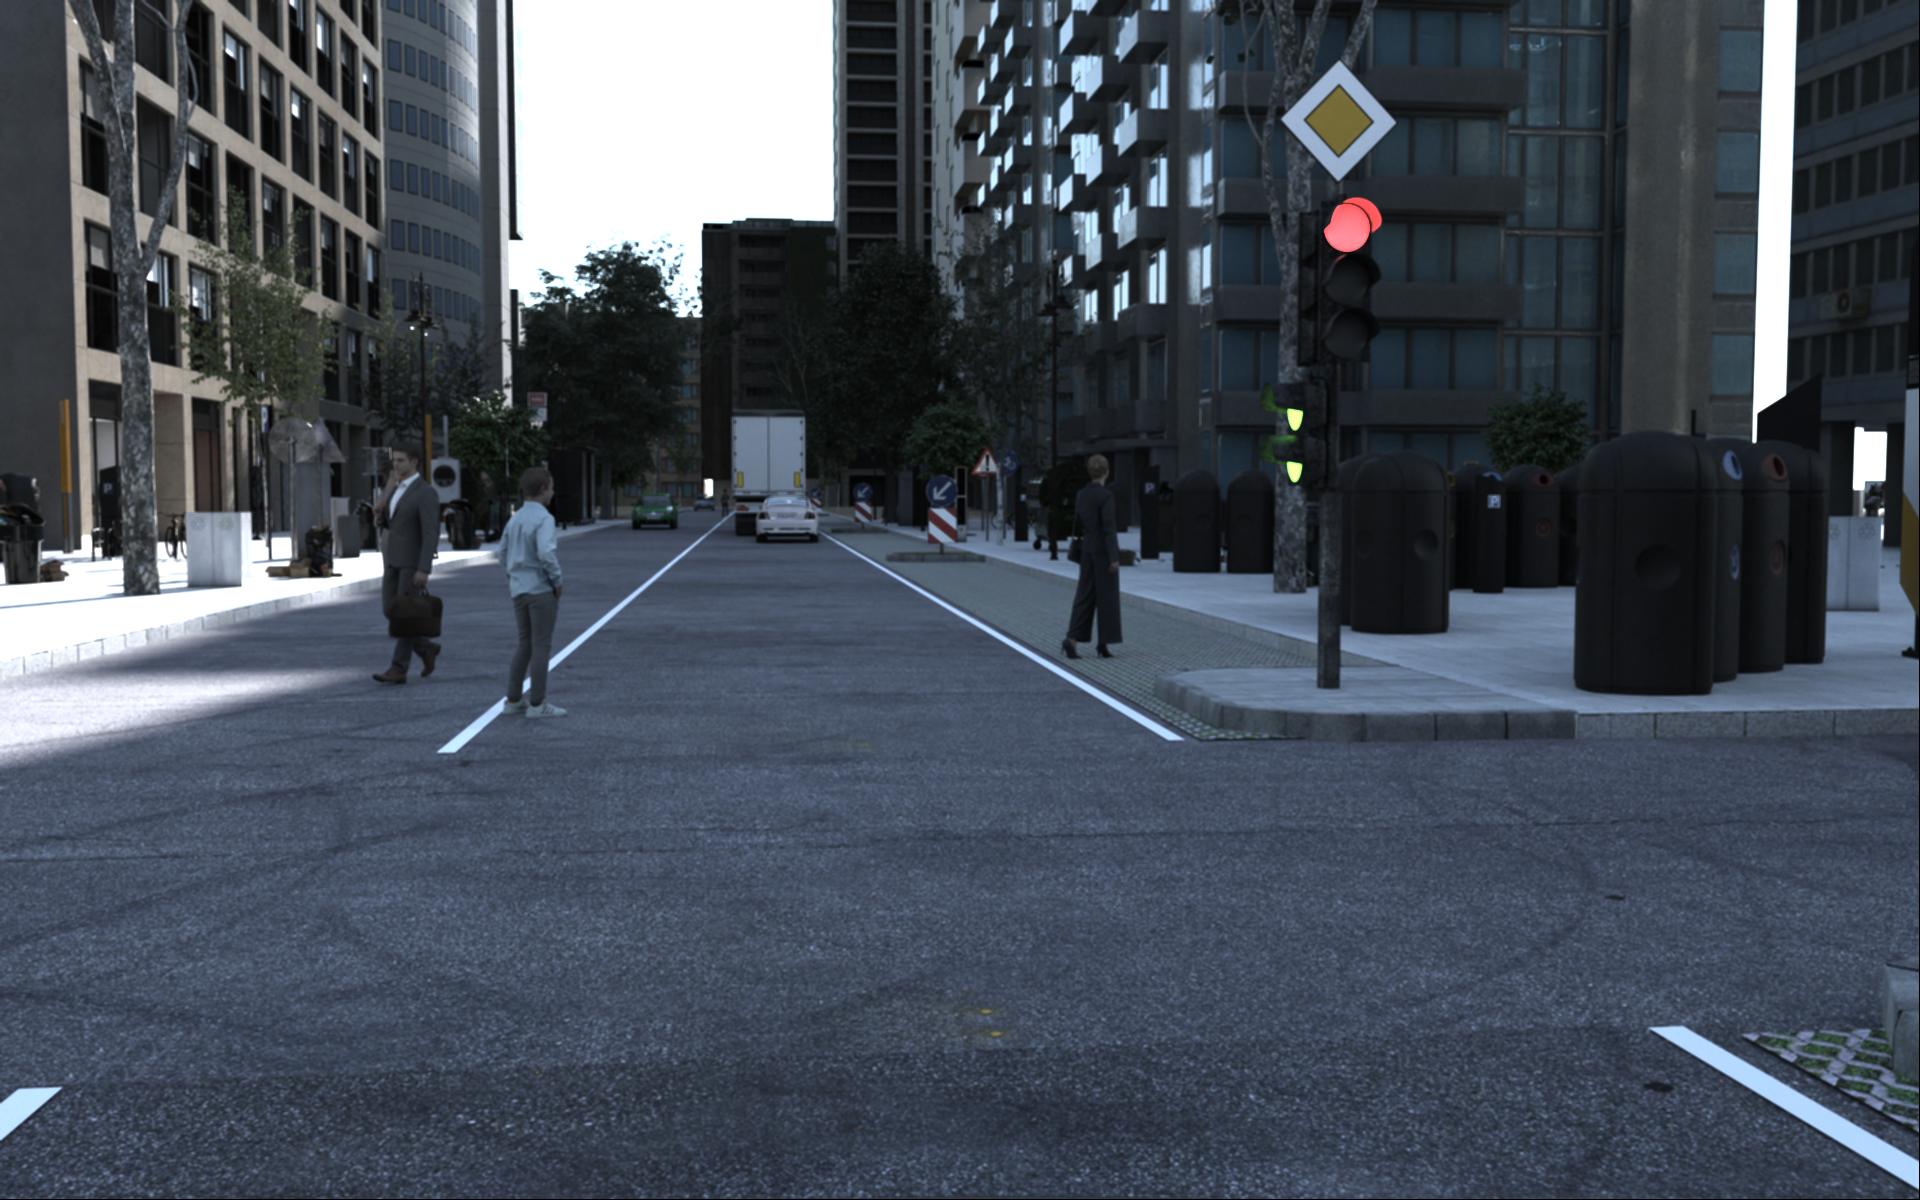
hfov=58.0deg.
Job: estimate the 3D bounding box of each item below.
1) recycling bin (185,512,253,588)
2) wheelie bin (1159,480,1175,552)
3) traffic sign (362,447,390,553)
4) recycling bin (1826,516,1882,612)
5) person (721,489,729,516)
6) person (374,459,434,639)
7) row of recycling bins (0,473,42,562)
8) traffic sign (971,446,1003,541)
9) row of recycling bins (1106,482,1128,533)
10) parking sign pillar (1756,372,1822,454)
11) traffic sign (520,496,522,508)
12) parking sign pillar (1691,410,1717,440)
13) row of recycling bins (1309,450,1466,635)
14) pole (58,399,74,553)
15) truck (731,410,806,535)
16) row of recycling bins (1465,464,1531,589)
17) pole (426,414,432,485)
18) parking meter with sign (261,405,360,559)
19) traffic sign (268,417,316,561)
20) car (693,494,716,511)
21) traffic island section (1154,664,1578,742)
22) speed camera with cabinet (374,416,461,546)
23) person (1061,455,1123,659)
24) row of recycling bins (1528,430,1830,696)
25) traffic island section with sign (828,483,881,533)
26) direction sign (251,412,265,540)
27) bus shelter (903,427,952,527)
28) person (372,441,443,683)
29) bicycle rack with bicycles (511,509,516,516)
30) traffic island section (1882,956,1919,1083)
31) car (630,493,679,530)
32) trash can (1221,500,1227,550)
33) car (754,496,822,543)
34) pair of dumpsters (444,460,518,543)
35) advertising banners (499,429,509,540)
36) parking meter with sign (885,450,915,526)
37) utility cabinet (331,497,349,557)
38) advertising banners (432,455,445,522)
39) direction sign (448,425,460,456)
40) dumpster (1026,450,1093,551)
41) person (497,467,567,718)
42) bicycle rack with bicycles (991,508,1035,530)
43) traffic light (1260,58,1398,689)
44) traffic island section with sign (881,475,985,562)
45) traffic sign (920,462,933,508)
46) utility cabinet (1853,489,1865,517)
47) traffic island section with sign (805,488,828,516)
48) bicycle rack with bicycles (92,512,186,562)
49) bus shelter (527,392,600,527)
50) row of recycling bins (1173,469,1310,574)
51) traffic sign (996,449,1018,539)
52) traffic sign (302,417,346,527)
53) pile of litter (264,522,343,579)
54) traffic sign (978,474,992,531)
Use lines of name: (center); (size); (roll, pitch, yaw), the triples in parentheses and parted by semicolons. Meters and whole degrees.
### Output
recycling bin: (-10.317, -0.708, 24.135); (0.722, 1.027, 0.722); (-1, 4, -10)
wheelie bin: (4.537, -1.859, 38.300); (0.693, 1.594, 0.980); (1, 4, 16)
traffic sign: (-12.766, -2.189, 37.917); (0.606, 2.300, 0.079); (0, 4, -4)
recycling bin: (9.737, -0.411, 19.272); (0.722, 1.027, 0.722); (0, 4, 6)
person: (-15.268, -6.313, 112.244); (0.617, 1.759, 0.750); (-1, 4, -21)
person: (-5.533, -0.510, 17.185); (0.599, 1.781, 0.374); (3, 5, 42)
row of recycling bins: (-18.479, -1.531, 32.141); (1.069, 1.692, 3.534); (0, 4, 7)
traffic sign: (0.747, -2.882, 47.124); (0.884, 2.594, 0.081); (0, 4, -2)
row of recycling bins: (4.288, -3.164, 58.838); (1.069, 1.692, 3.534); (-3, 5, -42)
parking sign pillar: (18.490, -3.073, 38.720); (1.447, 3.967, 1.447); (2, 4, 25)
traffic sign: (-15.351, -3.703, 60.545); (0.884, 2.594, 0.081); (0, 4, 0)
parking sign pillar: (23.967, -4.115, 55.744); (1.447, 3.967, 1.447); (-3, 5, -44)
row of recycling bins: (4.225, -0.633, 17.468); (1.069, 1.692, 3.534); (0, 4, 7)
pole: (-19.282, -2.661, 37.350); (0.158, 3.312, 0.155); (0, 3, 0)
truck: (-6.985, -4.553, 63.350); (2.839, 4.237, 11.283); (0, 4, -6)
row of recycling bins: (7.412, -1.018, 23.752); (3.534, 1.692, 1.069); (-1, 4, -22)
pole: (-13.637, -3.093, 44.411); (0.158, 3.312, 0.155); (0, 3, 0)
parking meter with sign: (-12.896, -2.336, 34.462); (1.738, 3.016, 0.543); (-2, 4, -35)
traffic sign: (-11.007, -1.740, 28.550); (0.768, 2.556, 0.104); (0, 4, -4)
car: (-22.254, -8.491, 150.827); (2.014, 1.417, 4.499); (0, 4, -8)
traffic island section: (2.463, 0.661, 11.477); (2.009, 0.180, 2.903); (0, 4, -7)
speed camera with cabinet: (-13.600, -3.001, 43.404); (2.038, 3.252, 0.660); (-1, 4, -10)
person: (1.176, -0.371, 14.981); (0.576, 1.772, 0.534); (2, 4, 33)
row of recycling bins: (5.317, -0.322, 12.376); (1.069, 1.692, 3.534); (3, 5, 41)
traffic island section with sign: (-3.730, -3.375, 63.813); (1.989, 1.847, 2.006); (0, 4, -7)
direction sign: (-19.492, -3.424, 47.975); (0.379, 3.537, 0.876); (-1, 4, -11)
bus shelter: (-0.975, -4.430, 63.716); (1.731, 3.624, 6.357); (0, 4, -7)
person: (-4.175, -0.289, 13.189); (0.622, 1.834, 0.822); (2, 4, 28)
bicycle rack with bicycles: (-20.693, -3.805, 75.600); (2.852, 0.926, 2.925); (-3, 5, -44)
traffic island section: (3.401, 1.146, 3.547); (2.009, 0.180, 2.903); (0, 4, -7)
car: (-12.589, -3.835, 71.498); (1.959, 1.807, 4.718); (-1, 4, -8)
trash can: (6.218, -1.703, 39.492); (0.748, 1.137, 0.748); (0, 3, 0)
car: (-5.221, -2.454, 52.491); (2.083, 1.381, 4.827); (0, 4, -5)
pair of dumpsters: (-13.152, -2.745, 47.380); (1.574, 2.255, 4.437); (0, 4, -7)
advertising banners: (-12.056, -3.038, 45.861); (0.090, 3.025, 2.074); (-1, 4, -9)
parking meter with sign: (-2.128, -4.454, 69.085); (1.738, 3.016, 0.543); (0, 4, -1)
utility cabinet: (-12.854, -1.515, 35.938); (0.306, 1.237, 1.020); (-2, 4, -23)
advertising banners: (-23.407, -5.042, 78.617); (0.090, 3.025, 2.074); (1, 4, 21)
direction sign: (-16.600, -3.974, 56.966); (0.379, 3.537, 0.876); (0, 4, 7)
dumpster: (2.369, -2.235, 39.036); (1.502, 2.255, 1.985); (0, 4, -7)
person: (-2.724, -0.050, 11.134); (0.330, 1.601, 0.589); (-3, 4, -38)
bicycle rack with bicycles: (2.570, -3.039, 63.077); (2.925, 0.926, 2.852); (0, 4, 7)
traffic light: (2.422, -1.372, 11.358); (0.839, 4.253, 0.868); (0, 4, -7)
traffic island section with sign: (-0.568, -1.738, 37.043); (1.989, 1.847, 2.006); (0, 4, -7)
traffic sign: (-0.929, -3.482, 57.040); (0.768, 2.556, 0.104); (0, 4, -4)
utility cabinet: (39.108, -4.126, 76.136); (0.318, 1.500, 1.173); (-2, 4, -25)
traffic island section with sign: (-9.525, -6.376, 112.869); (1.989, 1.847, 2.006); (0, 4, -7)
bicycle rack with bicycles: (-15.788, -1.262, 34.020); (2.852, 0.926, 2.925); (-1, 4, -20)
bus shelter: (-16.252, -5.713, 71.039); (2.179, 5.291, 8.768); (0, 4, -7)
row of recycling bins: (5.205, -1.282, 28.072); (3.534, 1.692, 1.069); (1, 4, 16)
traffic sign: (1.272, -3.014, 49.392); (0.768, 2.556, 0.104); (0, 4, -5)
traffic sign: (-10.756, -1.779, 29.091); (0.884, 2.594, 0.081); (0, 4, -1)
pile of litter: (-10.198, -0.792, 26.914); (1.176, 0.858, 1.719); (-1, 4, -14)
traffic sign: (0.792, -3.660, 59.942); (0.768, 2.556, 0.104); (0, 4, -3)
